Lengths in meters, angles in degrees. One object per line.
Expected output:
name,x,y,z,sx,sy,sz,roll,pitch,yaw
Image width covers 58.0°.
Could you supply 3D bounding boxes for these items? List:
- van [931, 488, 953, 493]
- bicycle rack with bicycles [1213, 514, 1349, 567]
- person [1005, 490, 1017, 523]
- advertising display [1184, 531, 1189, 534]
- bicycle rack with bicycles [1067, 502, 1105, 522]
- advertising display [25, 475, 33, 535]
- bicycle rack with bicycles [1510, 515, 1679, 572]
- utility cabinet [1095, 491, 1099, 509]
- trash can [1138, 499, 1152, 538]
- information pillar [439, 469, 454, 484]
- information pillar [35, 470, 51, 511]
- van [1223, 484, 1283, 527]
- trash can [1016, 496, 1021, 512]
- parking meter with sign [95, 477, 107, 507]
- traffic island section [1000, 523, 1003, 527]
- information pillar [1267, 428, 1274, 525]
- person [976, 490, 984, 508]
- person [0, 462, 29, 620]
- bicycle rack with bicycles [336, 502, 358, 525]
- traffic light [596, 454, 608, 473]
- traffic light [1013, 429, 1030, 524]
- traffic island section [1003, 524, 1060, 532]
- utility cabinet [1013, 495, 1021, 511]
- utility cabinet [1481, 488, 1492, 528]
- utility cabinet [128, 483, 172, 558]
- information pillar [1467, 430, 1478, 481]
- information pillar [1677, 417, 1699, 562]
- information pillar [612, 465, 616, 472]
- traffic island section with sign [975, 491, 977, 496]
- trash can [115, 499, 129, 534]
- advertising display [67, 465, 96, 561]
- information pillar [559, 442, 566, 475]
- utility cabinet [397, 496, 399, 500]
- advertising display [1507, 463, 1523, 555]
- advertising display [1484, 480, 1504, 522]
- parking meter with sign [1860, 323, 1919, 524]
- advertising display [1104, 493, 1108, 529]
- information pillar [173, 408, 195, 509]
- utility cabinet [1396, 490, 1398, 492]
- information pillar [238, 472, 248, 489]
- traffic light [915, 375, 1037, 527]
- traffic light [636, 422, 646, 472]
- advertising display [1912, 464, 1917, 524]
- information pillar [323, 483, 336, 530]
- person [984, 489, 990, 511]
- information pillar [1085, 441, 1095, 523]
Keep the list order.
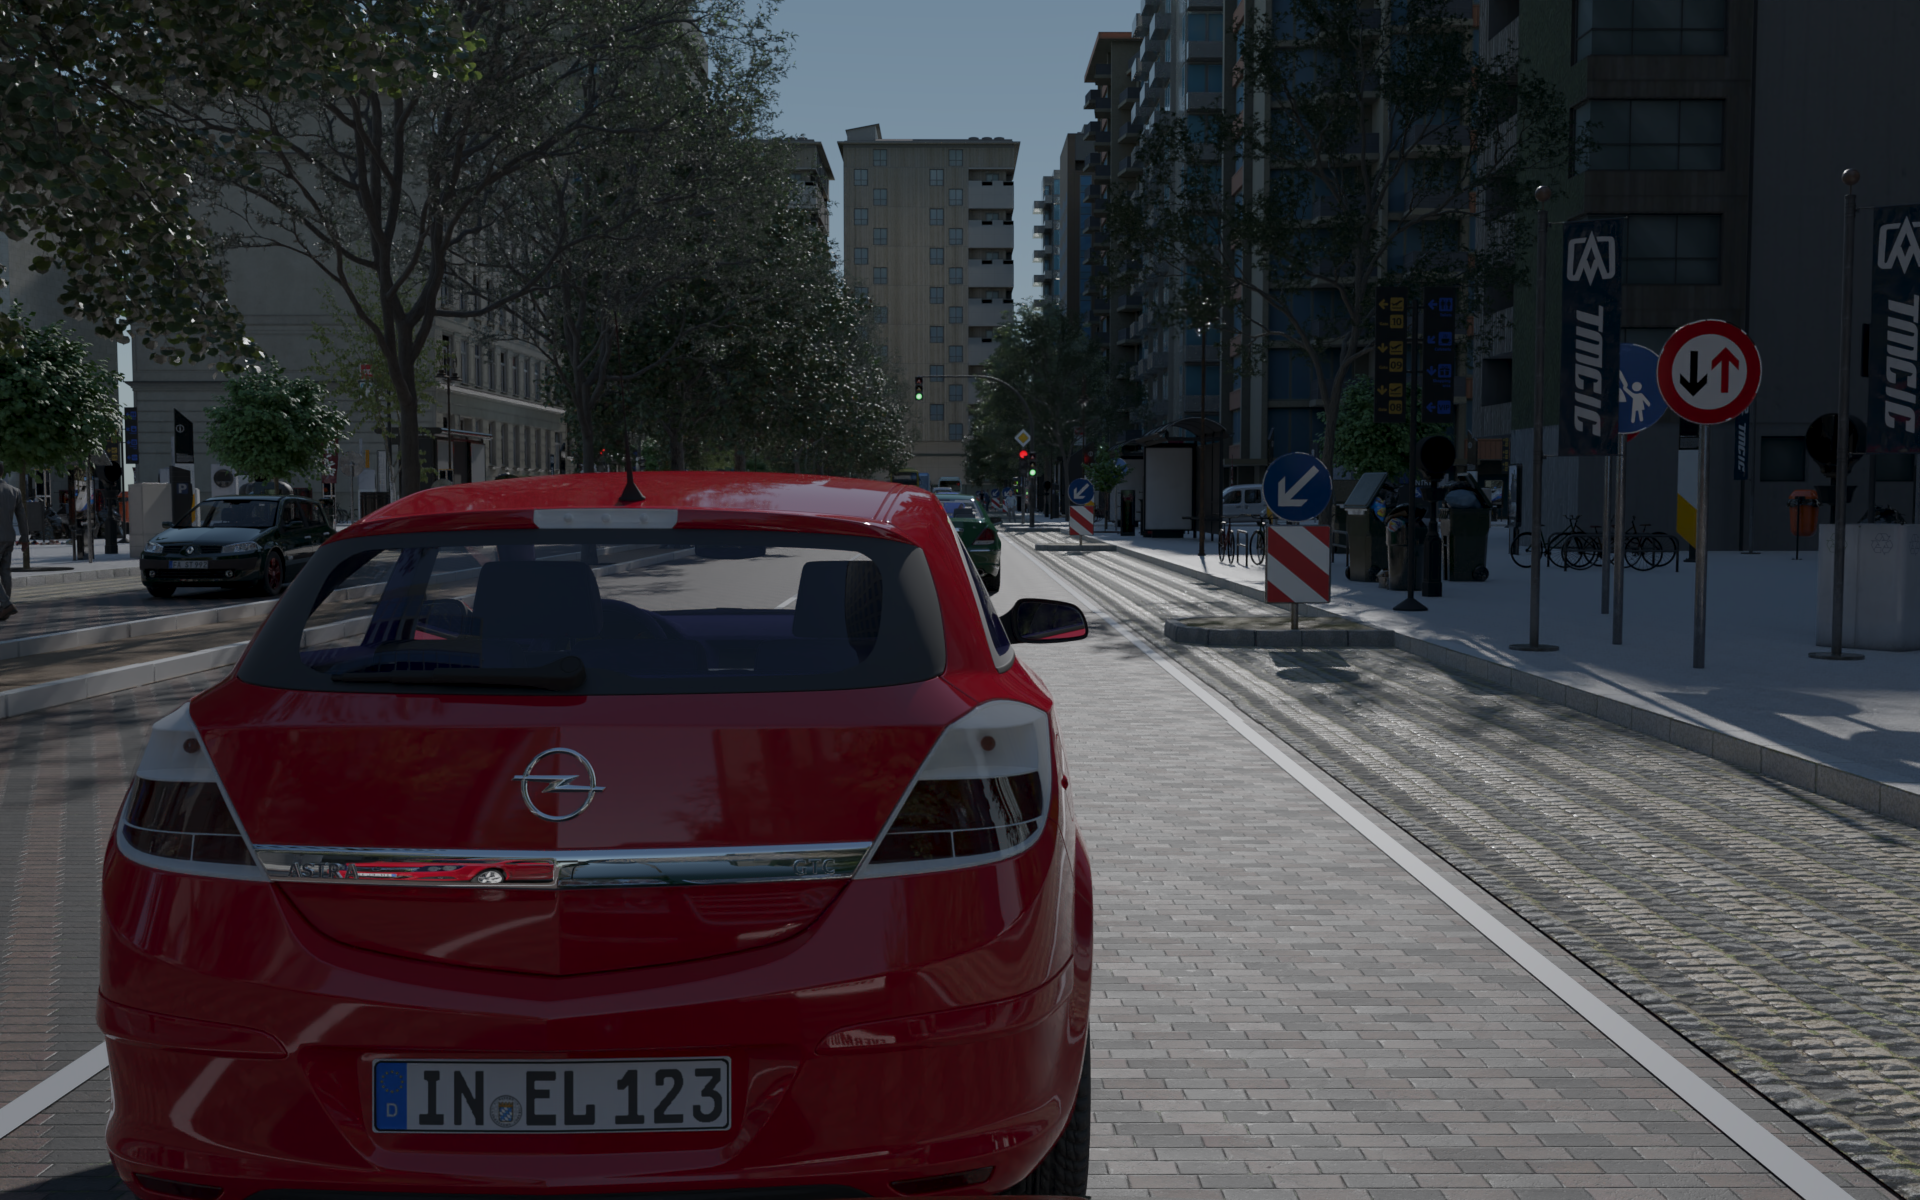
van,-1.190,-6.448,112.434,2.013,2.044,4.112,0,4,-2
bicycle rack with bicycles,5.879,-1.099,31.347,2.852,0.926,2.925,0,4,5
person,2.390,-4.345,81.348,0.589,1.601,0.330,1,4,14
advertising display,7.102,-3.086,55.664,0.123,1.923,0.974,-2,4,-27
bicycle rack with bicycles,6.431,-4.078,80.054,2.925,0.926,2.852,-2,4,-34
advertising display,-29.220,-3.003,54.319,0.123,1.923,0.974,-3,4,-37
bicycle rack with bicycles,10.930,-0.991,29.591,2.925,0.926,2.852,1,4,11
utility cabinet,9.339,-6.984,122.872,1.173,1.500,0.318,-1,4,-14
trash can,5.639,-2.422,51.246,0.748,1.137,0.748,0,3,0
information pillar,-15.168,-2.855,51.170,0.304,2.012,0.304,2,4,24
information pillar,-26.931,-2.837,50.882,0.304,2.012,0.304,0,4,-1
van,11.316,-3.940,71.426,4.112,2.044,2.013,0,4,0
trash can,4.461,-7.041,126.768,0.748,1.137,0.748,0,3,0
parking meter with sign,-73.467,-9.279,147.964,0.543,3.016,1.738,-3,5,-40
traffic island section,2.742,-3.206,74.694,2.009,0.180,2.903,0,4,0
information pillar,11.015,-4.288,61.469,0.183,3.616,0.504,2,4,27
person,2.193,-10.007,172.129,1.348,1.822,0.705,-1,4,-8
person,-11.071,-0.688,19.868,0.853,1.813,0.709,1,4,20
bicycle rack with bicycles,-27.541,-3.796,75.441,2.925,0.926,2.852,-2,4,-24
traffic light,-13.715,-4.744,66.489,0.839,4.253,0.868,0,4,0
traffic light,2.702,-5.239,74.580,0.839,4.253,0.868,0,4,0
traffic island section,2.786,-2.717,66.709,2.009,0.180,2.903,0,4,0
utility cabinet,4.456,-7.427,132.600,1.020,1.237,0.306,2,4,27
utility cabinet,19.117,-3.393,64.159,1.173,1.500,0.318,-1,4,-22
utility cabinet,-16.299,-1.601,34.862,0.318,1.500,1.173,0,4,2
information pillar,18.655,-4.390,63.133,0.183,3.616,0.504,-2,4,-24
information pillar,13.753,-2.518,32.519,0.504,3.616,0.183,3,5,44
information pillar,-18.852,-6.289,94.179,0.183,3.616,0.504,1,4,23
traffic island section with sign,2.184,-10.294,176.935,1.989,1.847,2.006,0,4,0
trash can,-26.520,-2.663,55.195,0.748,1.137,0.748,0,3,0
advertising display,-17.101,-1.745,33.747,0.123,1.923,0.974,0,4,-5
information pillar,-17.966,-5.322,78.371,0.183,3.616,0.504,1,4,10
utility cabinet,-40.419,-6.939,124.621,1.020,1.237,0.306,2,4,27
advertising display,11.759,-1.927,36.719,0.123,1.923,0.974,0,4,7
advertising display,24.823,-4.607,80.544,0.123,1.923,0.974,-3,5,-39
parking meter with sign,9.947,-1.282,17.230,0.543,3.016,1.738,-3,5,-41
advertising display,5.362,-3.564,63.482,0.123,1.923,0.974,0,4,4
information pillar,-21.117,-3.412,47.141,0.504,3.616,0.183,-3,4,-38
utility cabinet,20.008,-4.336,79.574,1.173,1.500,0.318,2,4,33
information pillar,-31.244,-5.156,75.653,0.504,3.616,0.183,-2,4,-25
traffic light,0.654,-5.613,66.442,4.771,5.953,1.251,0,4,0
traffic light,-11.668,-6.107,74.520,4.771,5.953,1.251,0,4,0
advertising display,20.722,-1.924,36.676,0.974,1.923,0.123,1,4,14
information pillar,-20.694,-3.201,56.828,0.304,2.012,0.304,0,4,3
person,2.095,-7.629,133.409,0.419,1.800,0.721,2,4,28
information pillar,5.762,-5.245,77.105,0.504,3.616,0.183,2,4,27
